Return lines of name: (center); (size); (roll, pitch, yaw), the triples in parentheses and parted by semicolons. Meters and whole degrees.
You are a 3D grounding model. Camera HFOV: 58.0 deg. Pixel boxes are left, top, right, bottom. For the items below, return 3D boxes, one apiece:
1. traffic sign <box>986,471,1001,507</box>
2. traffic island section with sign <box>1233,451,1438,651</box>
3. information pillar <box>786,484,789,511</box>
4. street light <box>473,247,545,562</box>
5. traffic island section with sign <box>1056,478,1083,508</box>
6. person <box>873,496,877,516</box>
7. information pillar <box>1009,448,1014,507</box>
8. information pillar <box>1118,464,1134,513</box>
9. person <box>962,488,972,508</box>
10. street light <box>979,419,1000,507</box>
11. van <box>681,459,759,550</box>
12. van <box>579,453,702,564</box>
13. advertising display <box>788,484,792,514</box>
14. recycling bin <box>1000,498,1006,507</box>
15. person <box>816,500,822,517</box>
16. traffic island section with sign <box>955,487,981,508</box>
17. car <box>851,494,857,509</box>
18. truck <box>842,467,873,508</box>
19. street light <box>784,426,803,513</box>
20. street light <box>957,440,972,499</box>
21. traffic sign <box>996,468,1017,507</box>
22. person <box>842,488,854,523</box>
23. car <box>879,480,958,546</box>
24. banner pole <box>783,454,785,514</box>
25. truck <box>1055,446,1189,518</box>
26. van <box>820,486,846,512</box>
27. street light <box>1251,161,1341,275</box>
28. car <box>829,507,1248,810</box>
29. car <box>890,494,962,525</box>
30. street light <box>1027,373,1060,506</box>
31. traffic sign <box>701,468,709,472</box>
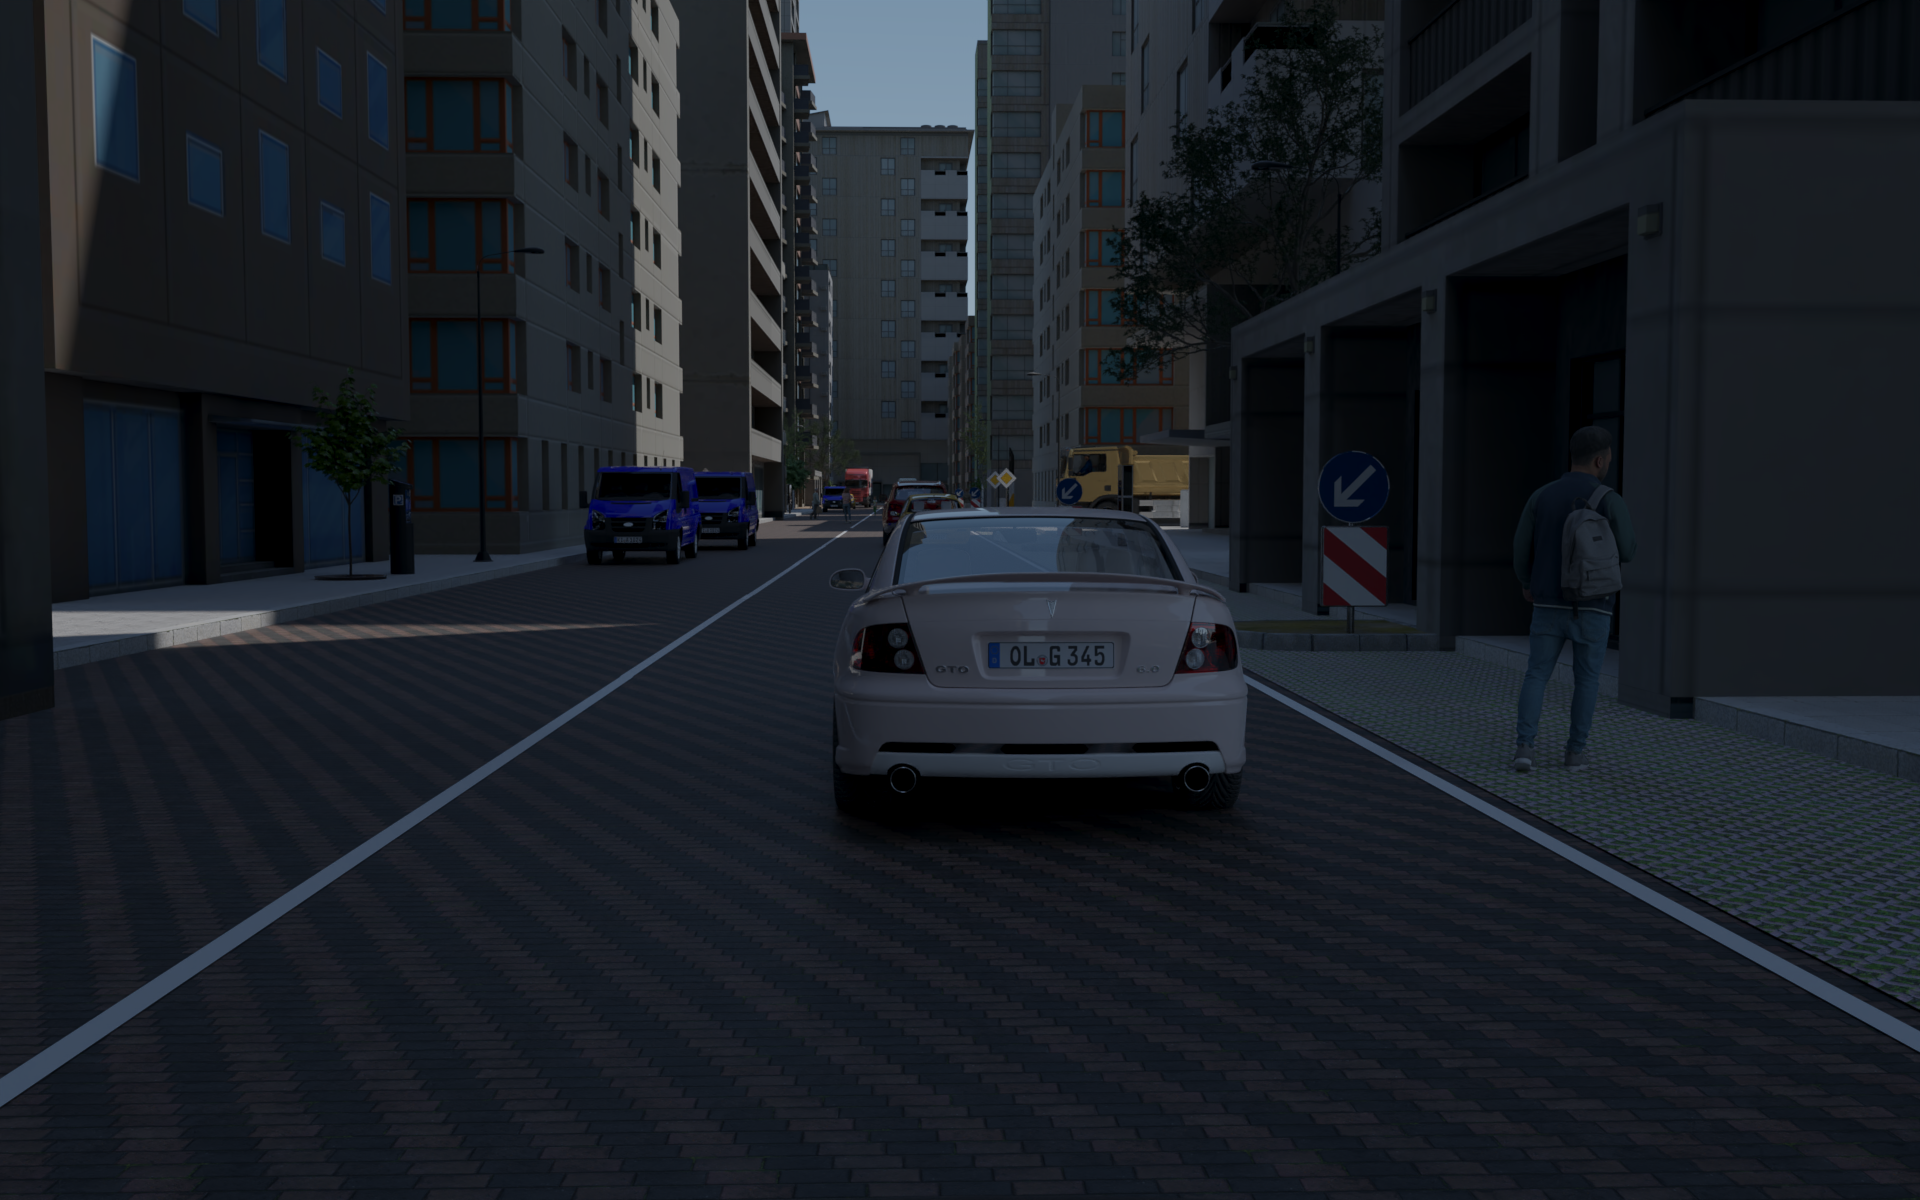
traffic sign: (1.513, -4.330, 74.431); (0.795, 2.450, 0.064); (0, 4, -2)
traffic island section with sign: (3.471, -0.489, 16.619); (1.989, 1.847, 2.006); (0, 4, -2)
information pillar: (-12.849, -7.596, 128.684); (0.304, 2.012, 0.304); (-3, 5, -45)
street light: (-8.510, -3.680, 32.709); (1.470, 5.913, 1.316); (0, 4, -2)
traffic island section with sign: (2.572, -2.136, 43.559); (1.989, 1.847, 2.006); (0, 4, -2)
person: (-5.607, -6.223, 114.502); (0.306, 1.304, 0.590); (1, 4, 11)
information pillar: (2.583, -5.846, 86.929); (0.183, 3.616, 0.504); (-1, 4, -21)
information pillar: (4.066, -2.328, 42.557); (0.304, 2.012, 0.304); (-1, 4, -15)
person: (0.397, -5.060, 91.777); (0.519, 1.759, 0.362); (1, 4, 18)
street light: (1.861, -8.241, 107.279); (1.470, 5.913, 1.316); (0, 4, -2)
van: (-6.461, -2.549, 46.056); (2.240, 2.365, 5.245); (0, 4, -3)
van: (-6.750, -2.001, 37.102); (2.240, 2.365, 5.245); (0, 4, -3)
advertising display: (-11.168, -6.633, 113.656); (0.123, 1.923, 0.974); (0, 4, 1)
recycling bin: (2.760, -5.889, 108.844); (0.722, 1.027, 0.722); (0, 4, -7)
person: (-9.017, -5.939, 110.623); (0.505, 1.210, 0.382); (1, 4, 15)
traffic island section with sign: (0.717, -5.533, 99.094); (1.989, 1.847, 2.006); (0, 4, -2)
car: (-10.830, -9.478, 165.186); (2.015, 1.641, 3.980); (0, 4, -2)
truck: (-10.540, -11.688, 180.005); (2.839, 4.237, 11.283); (0, 4, -1)
street light: (-11.327, -8.870, 117.573); (1.470, 5.913, 1.316); (0, 4, -2)
street light: (0.408, -10.805, 149.205); (1.470, 5.913, 1.316); (0, 4, -2)
traffic sign: (1.779, -3.841, 66.450); (0.795, 2.450, 0.064); (0, 4, -2)
person: (-5.536, -4.661, 85.299); (0.593, 1.750, 0.643); (0, 4, 1)
car: (-1.177, -2.491, 49.398); (2.281, 1.827, 5.304); (0, 4, -2)
banner pole: (-11.071, -7.253, 108.600); (0.401, 3.779, 0.863); (0, 4, 3)
truck: (7.958, -4.574, 70.711); (9.791, 3.379, 3.469); (0, 4, -3)
van: (-9.844, -8.098, 136.793); (2.240, 2.365, 5.245); (0, 4, -2)
street light: (4.757, -3.168, 24.331); (1.470, 5.913, 1.316); (0, 4, -2)
car: (0.316, 0.190, 9.255); (2.083, 1.381, 4.827); (0, 4, -1)
car: (-0.687, -1.957, 42.227); (2.015, 1.641, 3.980); (0, 4, -3)
street light: (3.253, -5.740, 66.383); (1.470, 5.913, 1.316); (0, 4, -2)
traffic sign: (-9.709, -3.819, 66.088); (0.795, 2.450, 0.064); (0, 4, -2)
